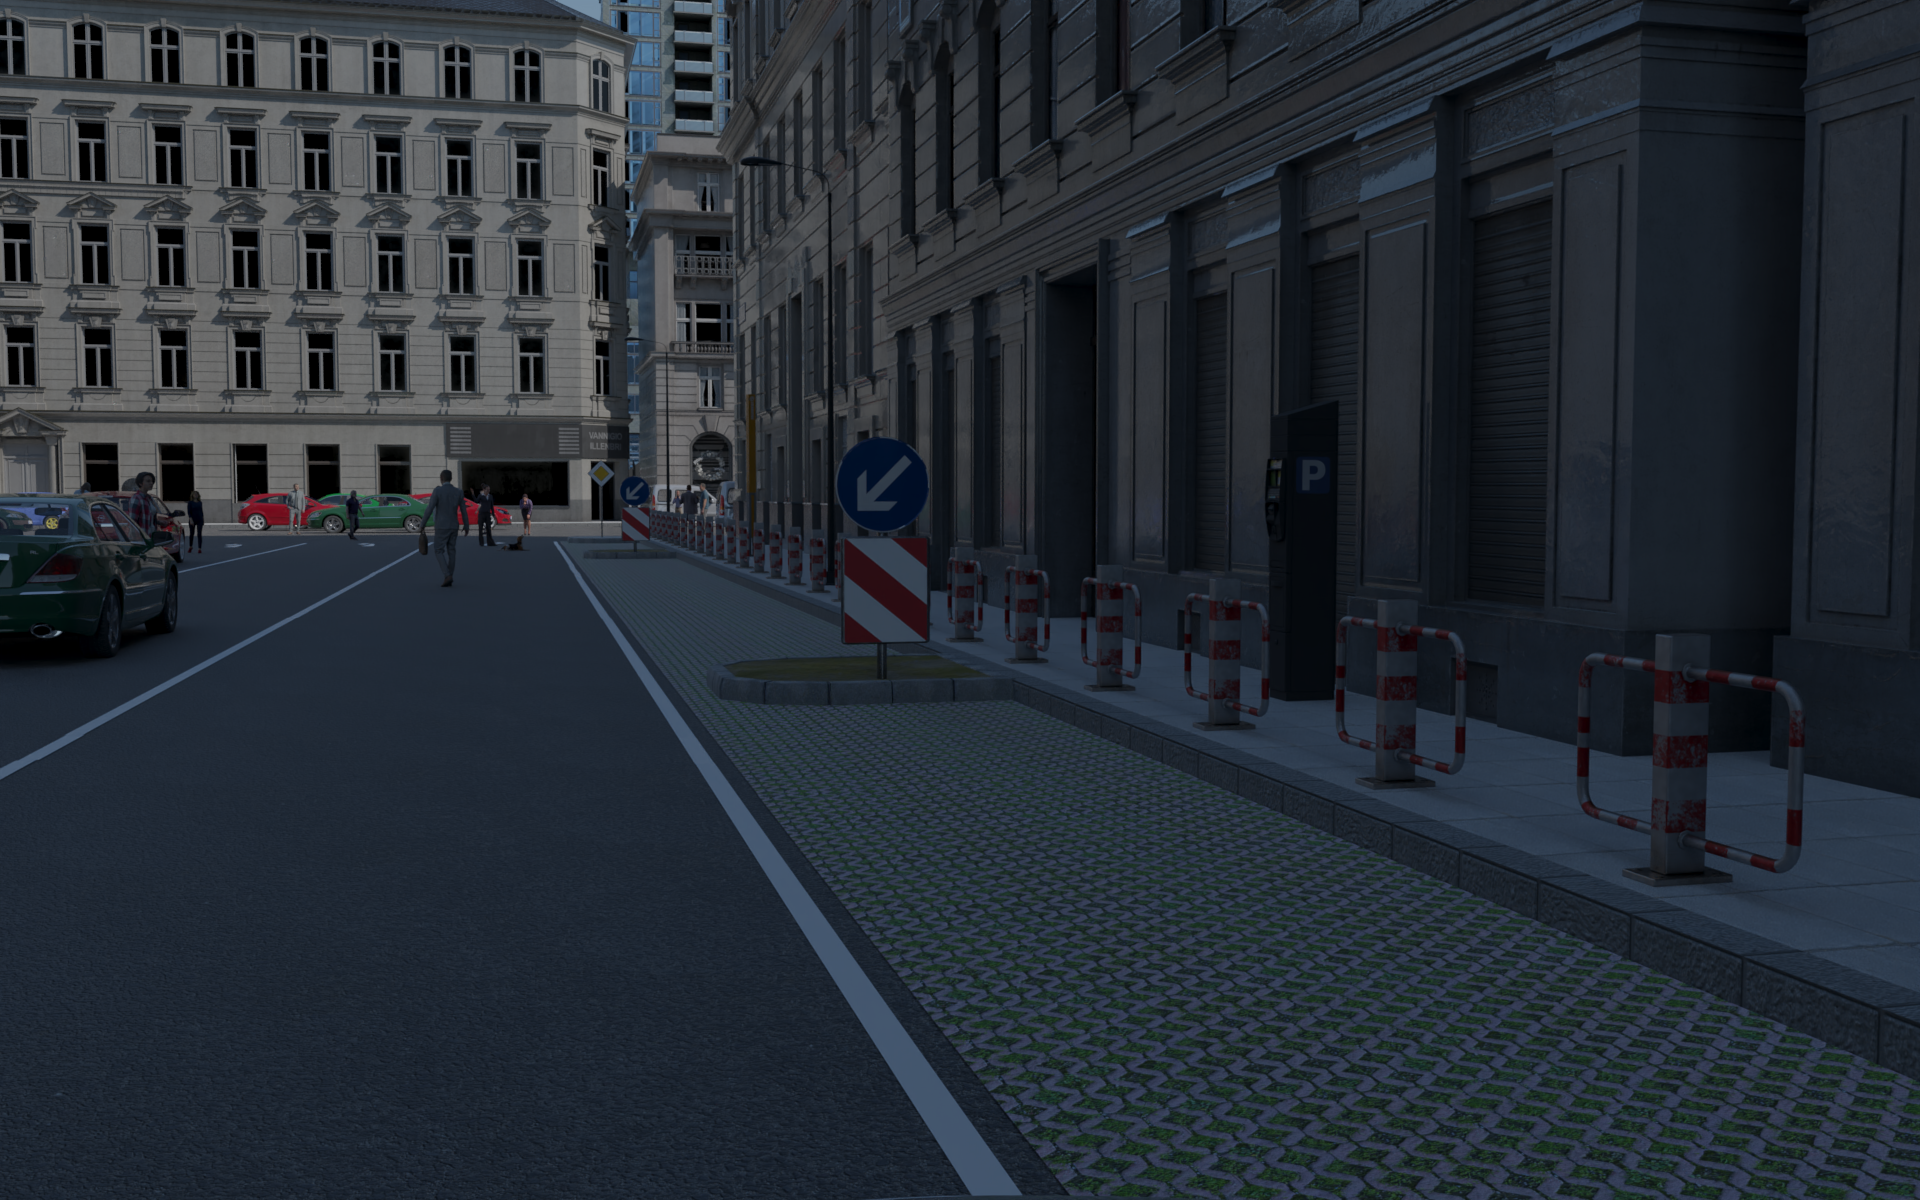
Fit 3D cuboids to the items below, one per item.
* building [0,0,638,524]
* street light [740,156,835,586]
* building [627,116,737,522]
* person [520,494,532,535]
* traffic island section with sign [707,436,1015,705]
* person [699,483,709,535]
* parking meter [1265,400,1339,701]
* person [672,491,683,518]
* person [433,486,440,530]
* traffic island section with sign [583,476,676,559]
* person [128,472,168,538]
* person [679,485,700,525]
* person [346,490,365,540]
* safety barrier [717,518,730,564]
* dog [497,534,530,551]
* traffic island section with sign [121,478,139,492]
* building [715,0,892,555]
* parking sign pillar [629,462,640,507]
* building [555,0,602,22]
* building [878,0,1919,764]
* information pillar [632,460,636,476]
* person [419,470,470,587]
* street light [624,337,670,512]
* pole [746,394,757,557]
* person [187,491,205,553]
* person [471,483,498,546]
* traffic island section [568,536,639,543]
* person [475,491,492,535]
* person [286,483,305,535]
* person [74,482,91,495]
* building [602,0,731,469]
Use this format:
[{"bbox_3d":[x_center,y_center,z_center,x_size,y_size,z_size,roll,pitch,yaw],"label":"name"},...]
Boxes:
[{"bbox_3d":[-37.878,-18.668,81.633,44.131,29.872,17.030,-1,4,-14],"label":"building"},{"bbox_3d":[-2.340,-3.155,24.133,1.470,5.913,1.316,-1,4,-14],"label":"street light"},{"bbox_3d":[-4.271,-15.060,88.024,24.055,21.916,13.314,-1,4,-14],"label":"building"},{"bbox_3d":[-14.990,-2.944,59.874,0.421,1.427,0.697,0,4,-7],"label":"person"},{"bbox_3d":[-0.815,-0.246,12.651,1.989,1.847,2.006,-1,4,-14],"label":"traffic island section with sign"},{"bbox_3d":[-9.052,-3.201,60.965,0.434,1.807,0.598,0,4,2],"label":"person"},{"bbox_3d":[2.127,-0.311,10.804,0.399,1.863,0.255,-1,4,-14],"label":"parking meter"},{"bbox_3d":[-11.899,-3.834,73.244,0.516,1.574,0.319,1,4,19],"label":"person"},{"bbox_3d":[-16.524,-2.776,54.886,0.522,1.701,0.512,0,4,2],"label":"person"},{"bbox_3d":[-7.451,-1.851,38.896,1.989,1.847,2.006,-1,4,-14],"label":"traffic island section with sign"},{"bbox_3d":[-10.604,-0.797,22.369,0.643,1.720,0.563,0,4,-7],"label":"person"},{"bbox_3d":[-8.464,-2.750,54.288,0.655,1.722,0.431,1,4,16],"label":"person"},{"bbox_3d":[-18.773,-2.628,53.676,0.569,1.553,0.471,-2,4,-31],"label":"person"},{"bbox_3d":[-4.200,-1.075,31.843,0.300,0.817,1.120,-1,4,-14],"label":"safety barrier"},{"bbox_3d":[-11.297,-1.444,43.808,0.748,0.427,0.550,2,4,26],"label":"dog"},{"bbox_3d":[-23.234,-2.467,48.466,2.006,1.907,1.989,-1,4,-14],"label":"traffic island section with sign"},{"bbox_3d":[1.887,-14.772,38.787,12.463,27.353,25.104,-1,4,-14],"label":"building"},{"bbox_3d":[-26.817,-9.392,142.035,1.447,3.967,1.447,-3,4,-37],"label":"parking sign pillar"},{"bbox_3d":[-66.056,-56.686,239.490,31.000,86.520,22.319,-1,4,-14],"label":"building"},{"bbox_3d":[5.593,-10.302,17.590,9.793,20.994,18.267,-1,4,-14],"label":"building"},{"bbox_3d":[-22.104,-7.714,117.476,0.183,3.616,0.504,-2,4,-26],"label":"information pillar"},{"bbox_3d":[-8.020,-1.122,26.962,0.709,1.813,0.853,-3,5,-44],"label":"person"},{"bbox_3d":[-9.232,-4.826,51.440,1.470,5.913,1.316,-1,4,-14],"label":"street light"},{"bbox_3d":[-4.275,-2.546,35.475,0.158,3.312,0.155,0,3,0],"label":"pole"},{"bbox_3d":[-18.591,-1.896,42.047,0.613,1.512,0.480,2,4,27],"label":"person"},{"bbox_3d":[-13.042,-2.331,47.416,0.445,1.727,0.742,1,4,18],"label":"person"},{"bbox_3d":[-10.601,-1.781,51.397,2.009,0.180,2.903,-1,4,-14],"label":"traffic island section"},{"bbox_3d":[-16.646,-3.051,60.592,0.569,1.553,0.471,-3,5,-42],"label":"person"},{"bbox_3d":[-23.561,-3.230,61.408,0.635,1.810,0.391,-2,4,-31],"label":"person"},{"bbox_3d":[-26.929,-2.711,53.095,0.793,1.790,0.793,2,4,28],"label":"person"},{"bbox_3d":[-24.584,-51.934,161.799,22.319,86.520,31.000,-1,4,-14],"label":"building"}]
